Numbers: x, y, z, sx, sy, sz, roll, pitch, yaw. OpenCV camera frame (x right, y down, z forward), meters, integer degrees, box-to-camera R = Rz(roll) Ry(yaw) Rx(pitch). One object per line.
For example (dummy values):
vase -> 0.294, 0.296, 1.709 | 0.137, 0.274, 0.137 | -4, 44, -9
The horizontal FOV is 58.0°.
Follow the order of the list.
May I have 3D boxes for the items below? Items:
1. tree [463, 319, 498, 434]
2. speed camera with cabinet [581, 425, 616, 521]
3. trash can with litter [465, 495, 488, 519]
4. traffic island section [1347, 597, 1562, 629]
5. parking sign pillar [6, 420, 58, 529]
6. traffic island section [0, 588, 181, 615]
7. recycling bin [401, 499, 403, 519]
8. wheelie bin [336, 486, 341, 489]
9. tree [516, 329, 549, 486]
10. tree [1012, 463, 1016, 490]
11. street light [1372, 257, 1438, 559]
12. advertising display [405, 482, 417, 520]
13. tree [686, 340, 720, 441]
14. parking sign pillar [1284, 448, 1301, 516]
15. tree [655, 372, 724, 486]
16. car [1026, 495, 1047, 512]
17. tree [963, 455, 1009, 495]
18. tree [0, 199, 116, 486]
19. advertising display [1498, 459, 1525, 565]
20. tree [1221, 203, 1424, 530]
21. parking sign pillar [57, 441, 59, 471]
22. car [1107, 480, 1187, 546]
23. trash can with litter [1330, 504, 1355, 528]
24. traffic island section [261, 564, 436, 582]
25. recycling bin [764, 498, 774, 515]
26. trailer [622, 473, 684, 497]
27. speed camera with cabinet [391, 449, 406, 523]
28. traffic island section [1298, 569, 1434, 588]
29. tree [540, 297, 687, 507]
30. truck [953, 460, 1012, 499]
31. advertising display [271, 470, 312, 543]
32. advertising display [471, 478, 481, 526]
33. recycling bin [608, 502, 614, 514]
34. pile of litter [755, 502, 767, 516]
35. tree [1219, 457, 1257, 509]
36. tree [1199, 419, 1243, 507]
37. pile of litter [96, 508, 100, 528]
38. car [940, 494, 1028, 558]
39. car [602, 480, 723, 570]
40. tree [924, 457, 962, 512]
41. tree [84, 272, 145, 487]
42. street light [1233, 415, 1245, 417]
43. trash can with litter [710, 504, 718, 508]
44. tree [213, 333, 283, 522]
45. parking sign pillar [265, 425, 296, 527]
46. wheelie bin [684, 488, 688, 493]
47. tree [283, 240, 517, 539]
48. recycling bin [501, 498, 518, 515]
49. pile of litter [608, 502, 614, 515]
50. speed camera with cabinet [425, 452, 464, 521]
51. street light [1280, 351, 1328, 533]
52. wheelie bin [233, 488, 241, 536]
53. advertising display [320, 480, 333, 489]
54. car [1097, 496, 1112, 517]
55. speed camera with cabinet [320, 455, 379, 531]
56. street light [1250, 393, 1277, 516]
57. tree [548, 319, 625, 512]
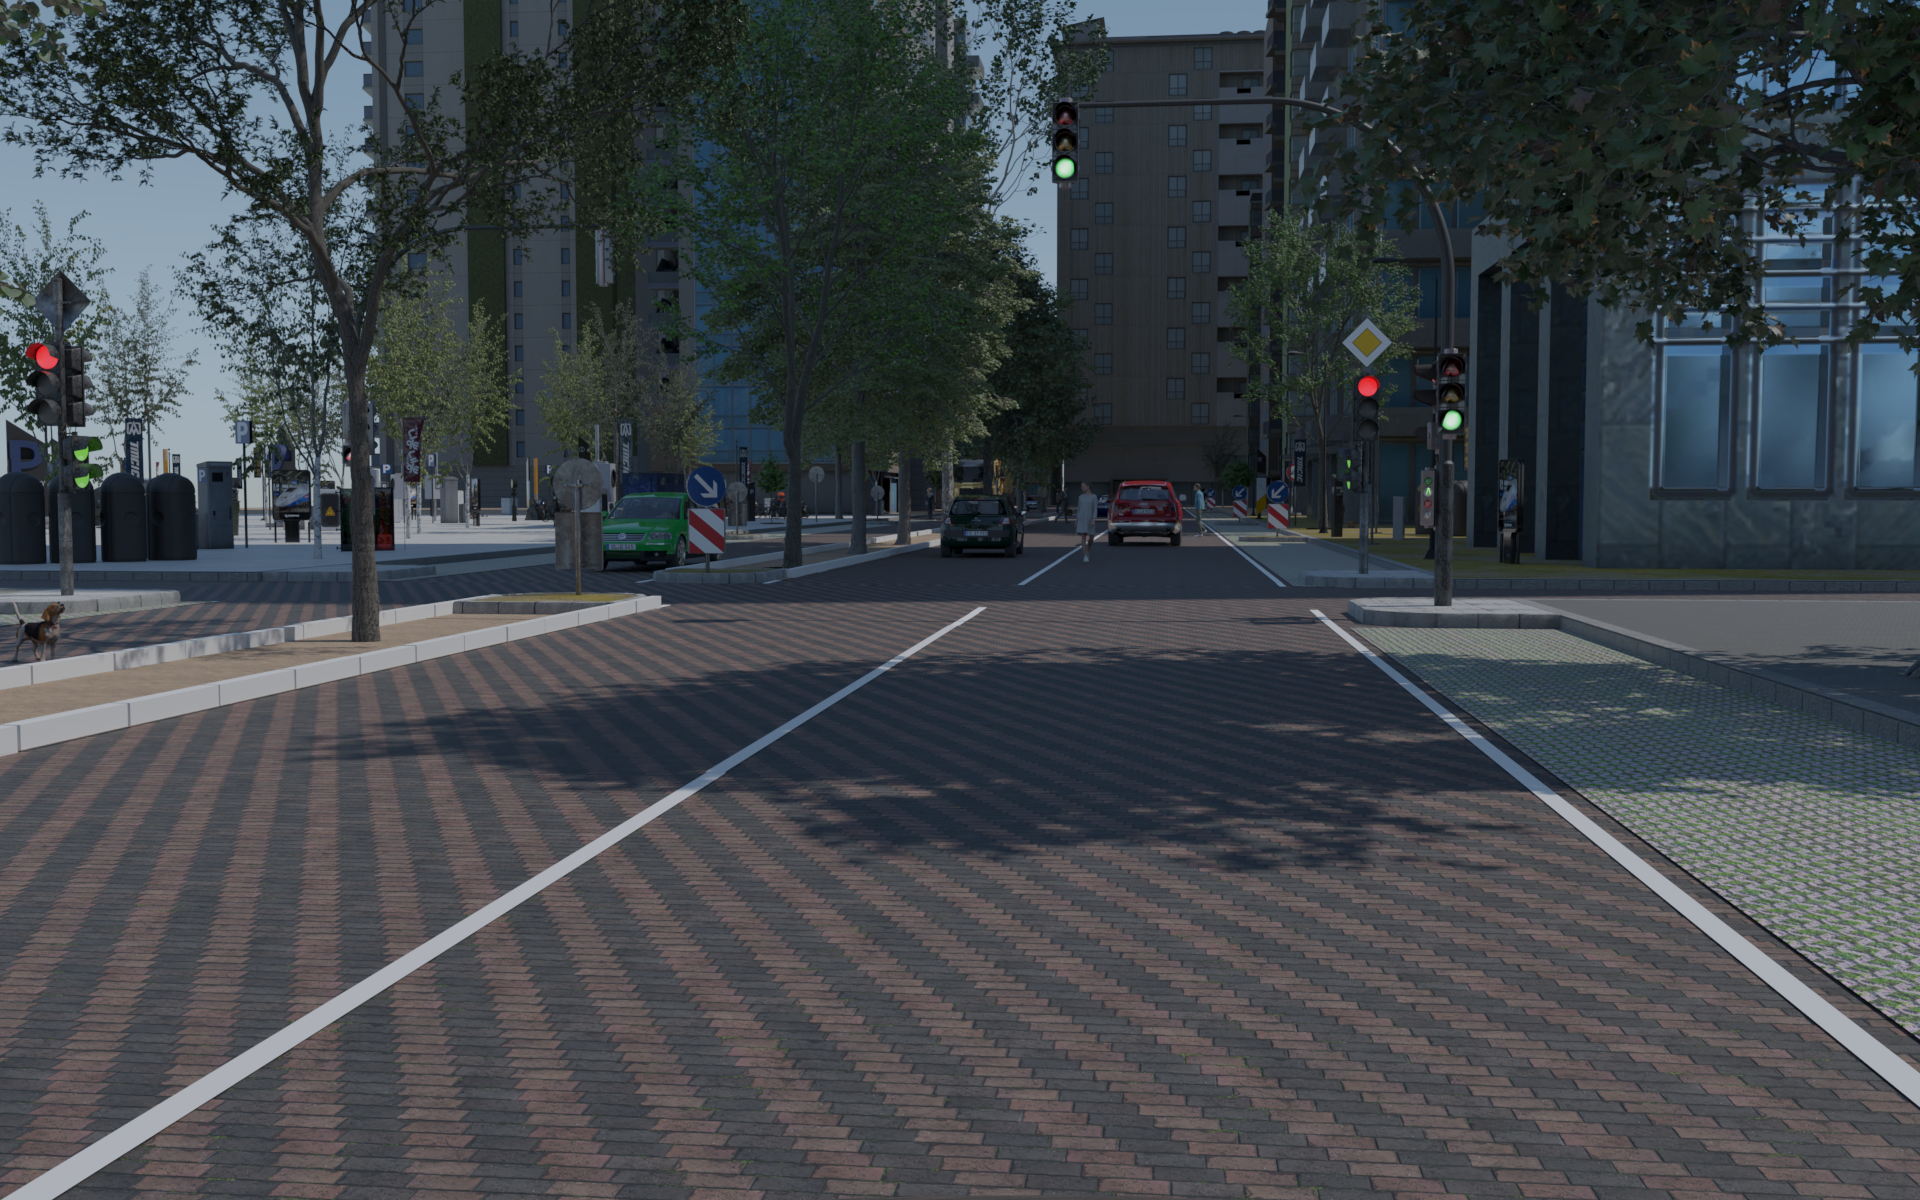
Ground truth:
tree -> -17.453, -6.480, 56.304 | 4.360, 8.622, 3.978 | 0, 3, 0
speed camera with cabinet -> -10.162, -3.326, 48.716 | 0.660, 3.252, 2.038 | 0, 4, 1
trash can with litter -> -26.807, -5.222, 96.442 | 1.678, 1.210, 2.233 | 1, 4, 9
traffic island section -> 5.561, 0.145, 19.910 | 2.009, 0.180, 2.903 | 0, 4, 7
parking sign pillar -> -33.852, -4.554, 62.931 | 1.447, 3.967, 1.447 | -3, 4, -37
traffic island section -> -11.310, 0.022, 21.918 | 2.009, 0.180, 2.903 | 0, 4, 7
recycling bin -> -28.738, -4.606, 87.865 | 0.722, 1.027, 0.722 | -3, 4, -37
wheelie bin -> -24.039, -3.614, 66.996 | 0.693, 1.594, 0.980 | -1, 4, -10
tree -> -18.672, -7.050, 65.625 | 4.737, 8.622, 4.395 | 0, 3, 0
tree -> 3.871, -13.182, 165.882 | 4.360, 8.622, 3.978 | 0, 3, 0
street light -> 8.765, -3.760, 34.017 | 1.470, 5.913, 1.316 | 0, 4, 7
advertising display -> -27.181, -4.914, 85.555 | 0.123, 1.923, 0.974 | 1, 4, 18
tree -> -13.310, -7.928, 79.978 | 4.360, 8.622, 3.978 | 0, 3, 0
parking sign pillar -> 19.161, -6.873, 100.844 | 1.447, 3.967, 1.447 | 1, 4, 17
tree -> -16.155, -9.333, 102.949 | 4.737, 8.622, 4.395 | 0, 3, 0
car -> 6.024, -7.744, 139.198 | 1.945, 1.354, 3.894 | 0, 4, 7
tree -> 1.268, -12.271, 150.988 | 4.360, 8.622, 3.978 | 0, 3, 0
tree -> -22.650, -5.638, 42.543 | 4.737, 8.622, 4.395 | 0, 3, 0
advertising display -> 10.143, -1.633, 31.908 | 0.123, 1.923, 0.974 | 0, 4, -3
tree -> 13.020, -8.365, 62.527 | 9.928, 11.665, 9.643 | 0, 3, 0
parking sign pillar -> -42.812, -5.788, 83.111 | 1.447, 3.967, 1.447 | -3, 5, -42
car -> 5.325, -2.499, 49.525 | 2.281, 1.827, 5.304 | 0, 4, 8
trash can with litter -> 14.453, -3.293, 65.231 | 1.055, 1.170, 0.624 | 1, 4, 12
traffic island section -> -10.366, -0.463, 29.847 | 2.009, 0.180, 2.903 | 0, 4, 7
recycling bin -> -11.488, -5.663, 105.150 | 0.722, 1.027, 0.722 | -1, 4, -12
trailer -> -8.472, -2.445, 47.030 | 1.471, 1.999, 3.904 | 0, 4, 7
speed camera with cabinet -> -25.261, -5.077, 77.348 | 0.660, 3.252, 2.038 | -2, 4, -34
traffic island section -> 6.506, -0.340, 27.839 | 2.009, 0.180, 2.903 | 0, 4, 7
tree -> -13.072, -6.972, 64.353 | 4.360, 8.622, 3.978 | 0, 3, 0
truck -> 1.242, -6.331, 99.432 | 3.469, 3.379, 9.791 | 0, 4, 8
advertising display -> -17.614, -2.474, 45.659 | 0.974, 1.923, 0.123 | -1, 4, -9
advertising display -> -19.334, -3.913, 69.198 | 0.123, 1.923, 0.974 | -2, 4, -30
recycling bin -> -20.294, -5.344, 99.927 | 0.722, 1.027, 0.722 | 1, 4, 16
pile of litter -> -12.067, -5.343, 101.316 | 1.719, 0.858, 1.176 | 1, 4, 9
tree -> 24.350, -10.284, 151.859 | 4.285, 4.588, 4.351 | 0, 3, 0
tree -> 25.349, -13.338, 168.443 | 4.360, 8.622, 3.978 | 0, 3, 0
pile of litter -> -32.042, -3.150, 65.471 | 1.176, 0.858, 1.719 | -1, 4, -22
car -> 0.551, -1.875, 40.436 | 2.009, 1.686, 4.222 | 0, 4, 6
car -> -5.893, -1.527, 33.765 | 1.959, 1.807, 4.718 | 0, 4, 7
tree -> -0.938, -8.673, 125.514 | 4.285, 4.588, 4.351 | 0, 3, 0
tree -> -26.723, -6.453, 55.876 | 4.360, 8.622, 3.978 | 0, 3, 0
street light -> 16.707, -7.899, 101.684 | 1.470, 5.913, 1.316 | 0, 4, 7
trash can with litter -> -9.041, -3.030, 60.920 | 1.055, 1.170, 0.624 | -1, 4, -12
tree -> -31.761, -7.869, 79.028 | 4.737, 8.622, 4.395 | 0, 3, 0
parking sign pillar -> -26.184, -4.808, 67.089 | 1.447, 3.967, 1.447 | -3, 5, -43
wheelie bin -> -13.877, -4.796, 86.329 | 0.980, 1.594, 0.693 | 2, 4, 27
tree -> -16.017, -6.059, 49.431 | 4.737, 8.622, 4.395 | 0, 3, 0
recycling bin -> -27.794, -5.769, 106.880 | 0.722, 1.027, 0.722 | 2, 4, 30
pile of litter -> -19.221, -4.978, 95.354 | 1.719, 0.858, 1.176 | -1, 4, -14
speed camera with cabinet -> -24.605, -5.399, 82.608 | 0.660, 3.252, 2.038 | 2, 4, 26
street light -> 11.341, -5.134, 56.490 | 1.470, 5.913, 1.316 | 0, 4, 7
wheelie bin -> -22.583, -2.779, 53.351 | 0.980, 1.594, 0.693 | 3, 5, 45
advertising display -> -30.140, -4.706, 82.160 | 0.974, 1.923, 0.123 | 0, 4, -6
car -> 7.592, -4.892, 92.558 | 1.945, 1.354, 3.894 | 0, 4, 8
speed camera with cabinet -> -21.503, -4.066, 60.821 | 2.038, 3.252, 0.660 | -1, 4, -10
street light -> 14.151, -6.524, 79.208 | 1.470, 5.913, 1.316 | 0, 4, 7
tree -> -16.288, -7.529, 73.463 | 4.737, 8.622, 4.395 | 0, 3, 0
